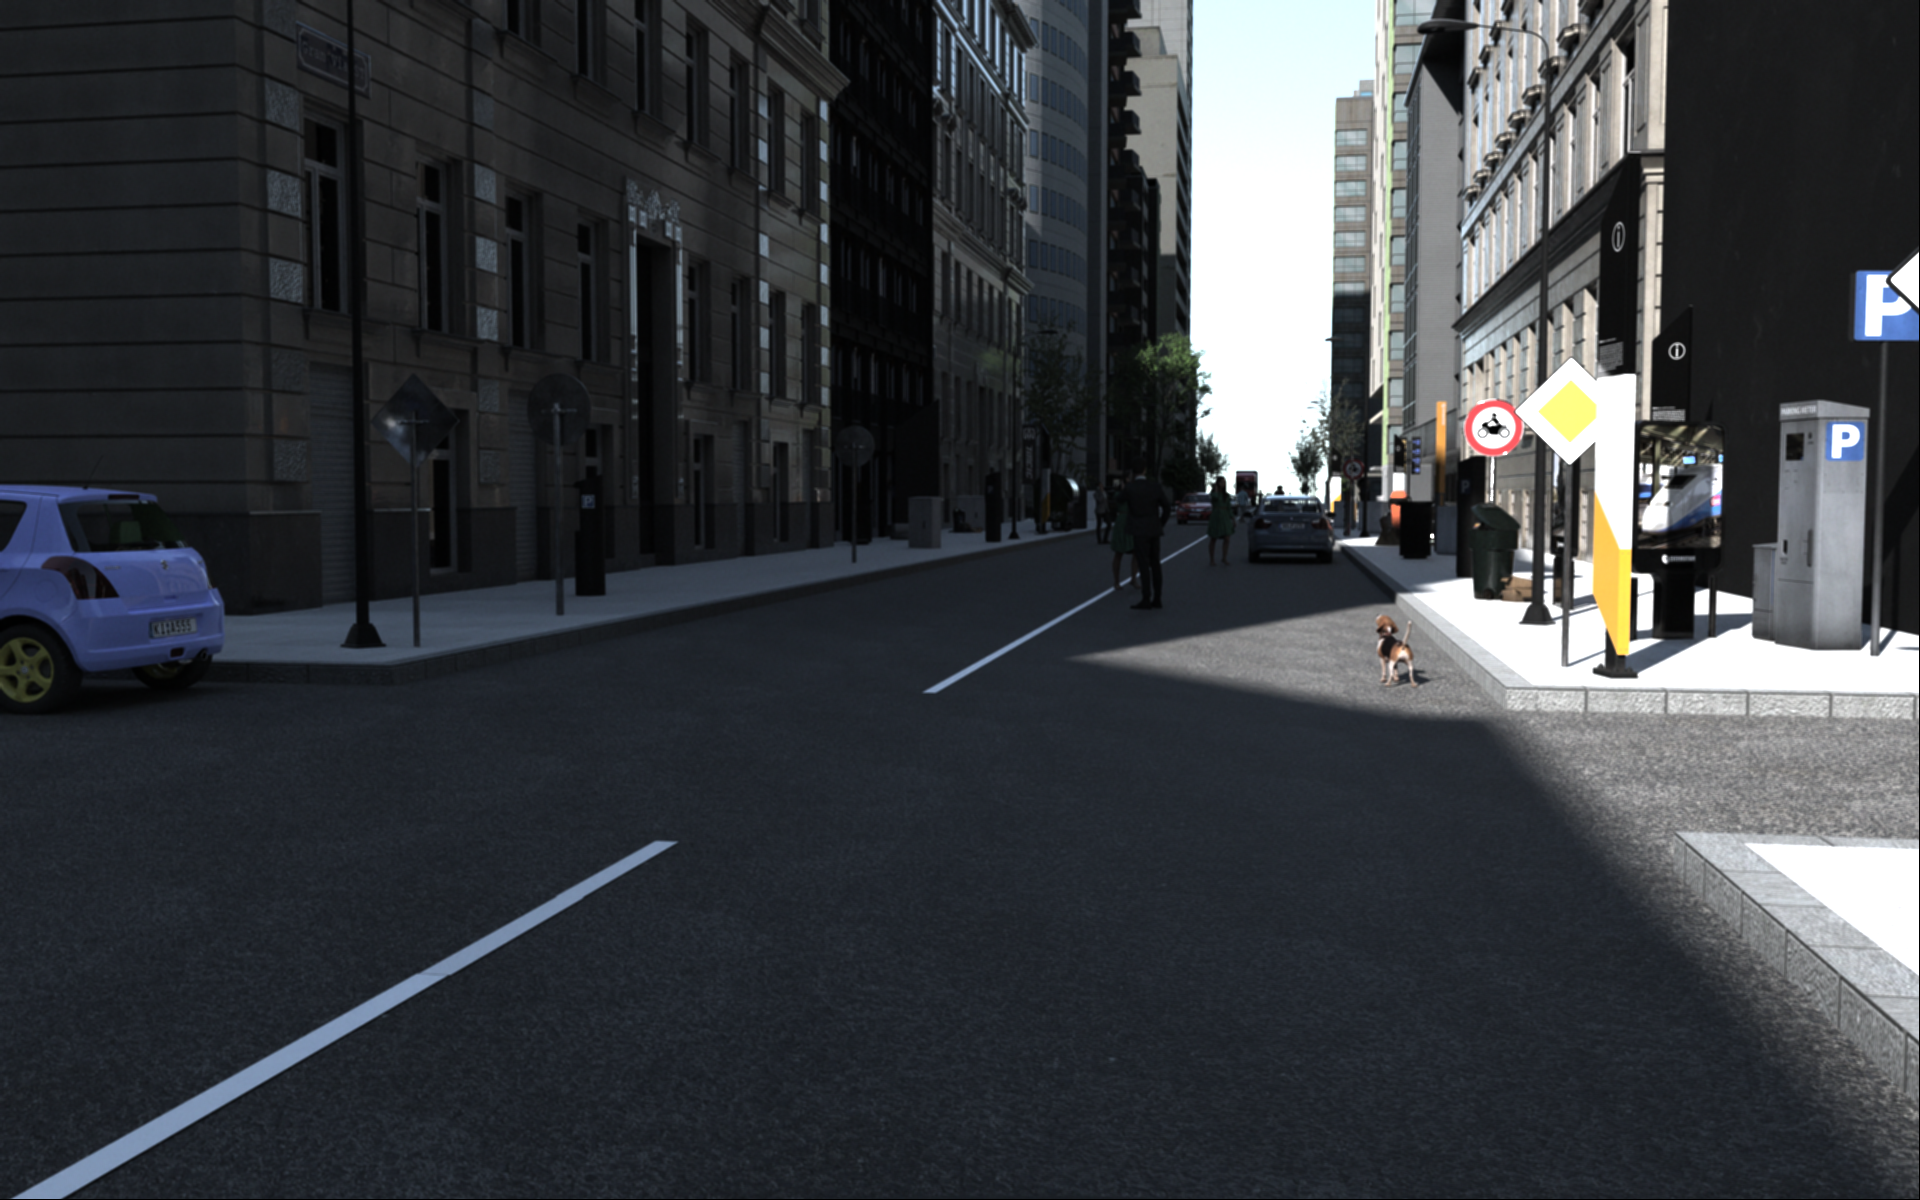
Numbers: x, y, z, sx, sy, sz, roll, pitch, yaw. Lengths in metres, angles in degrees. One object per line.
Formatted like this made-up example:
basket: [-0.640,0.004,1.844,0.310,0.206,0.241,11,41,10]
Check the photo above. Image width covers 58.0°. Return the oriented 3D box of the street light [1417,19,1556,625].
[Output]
street light: [5.171,-2.721,17.030,1.470,5.913,1.316,1,4,10]

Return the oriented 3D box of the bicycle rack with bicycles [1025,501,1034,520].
bicycle rack with bicycles: [3.752,-4.502,86.991,2.852,0.926,2.925,-1,4,-12]

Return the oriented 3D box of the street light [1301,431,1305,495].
street light: [19.039,-7.306,91.989,1.470,5.913,1.316,1,4,10]

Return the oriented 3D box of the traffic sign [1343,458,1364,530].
traffic sign: [14.089,-3.788,62.038,0.768,2.556,0.104,1,4,15]

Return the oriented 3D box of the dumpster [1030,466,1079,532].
dumpster: [3.237,-3.476,59.325,1.502,2.255,1.985,1,4,10]

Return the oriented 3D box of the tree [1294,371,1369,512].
tree: [22.194,-9.346,103.176,4.360,8.622,3.978,0,3,0]

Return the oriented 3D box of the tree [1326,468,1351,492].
tree: [23.718,-7.013,109.271,1.663,3.219,1.824,0,3,0]

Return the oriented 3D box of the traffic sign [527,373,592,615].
traffic sign: [-4.239,-1.111,18.279,0.768,2.556,0.104,1,4,18]

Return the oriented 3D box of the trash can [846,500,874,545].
trash can: [-2.540,-1.973,43.911,0.748,1.137,0.748,0,3,0]

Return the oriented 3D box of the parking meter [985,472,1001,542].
parking meter: [0.882,-2.483,46.311,0.399,1.863,0.255,3,5,40]

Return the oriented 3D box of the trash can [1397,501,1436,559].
trash can: [9.042,-1.390,34.372,0.748,1.137,0.748,0,3,0]

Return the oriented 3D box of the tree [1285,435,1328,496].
tree: [44.361,-16.757,224.342,4.737,8.622,4.395,0,3,0]

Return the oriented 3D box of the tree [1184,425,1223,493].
tree: [27.012,-14.668,190.176,4.360,8.622,3.978,0,3,0]

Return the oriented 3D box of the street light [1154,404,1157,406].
street light: [9.487,-7.161,89.629,1.470,5.913,1.316,1,4,10]

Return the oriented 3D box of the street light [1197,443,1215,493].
street light: [22.334,-11.370,158.443,1.470,5.913,1.316,1,4,10]

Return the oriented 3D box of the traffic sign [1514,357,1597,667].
traffic sign: [4.483,-0.559,12.783,0.795,2.450,0.064,1,4,10]

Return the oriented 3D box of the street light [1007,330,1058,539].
street light: [2.071,-4.685,49.134,1.470,5.913,1.316,1,4,10]

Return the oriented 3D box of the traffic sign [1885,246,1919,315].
traffic sign: [3.029,-0.079,4.931,0.795,2.450,0.064,1,4,10]

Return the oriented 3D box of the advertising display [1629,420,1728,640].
advertising display: [6.326,-0.617,15.306,0.974,1.923,0.123,-1,4,-18]

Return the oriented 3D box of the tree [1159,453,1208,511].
tree: [19.859,-10.207,150.605,4.285,4.588,4.351,0,3,0]

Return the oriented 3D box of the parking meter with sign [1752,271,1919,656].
parking meter with sign: [7.209,-1.112,14.443,0.543,3.016,1.738,0,4,-2]

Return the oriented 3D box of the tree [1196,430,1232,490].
tree: [29.312,-15.249,199.691,4.737,8.622,4.395,0,3,0]

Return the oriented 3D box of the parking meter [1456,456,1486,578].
parking meter: [7.841,-1.278,26.600,0.255,1.863,0.399,-2,4,-27]

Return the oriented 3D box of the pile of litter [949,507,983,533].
pile of litter: [0.200,-2.697,58.062,1.176,0.858,1.719,0,4,3]

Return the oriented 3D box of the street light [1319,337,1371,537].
street light: [11.493,-4.823,51.390,1.470,5.913,1.316,1,4,10]

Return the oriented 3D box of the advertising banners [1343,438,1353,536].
advertising banners: [12.052,-3.515,53.659,0.090,3.025,2.074,1,4,19]

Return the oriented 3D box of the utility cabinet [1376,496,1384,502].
utility cabinet: [16.729,-3.541,69.059,0.306,1.237,1.020,1,4,12]

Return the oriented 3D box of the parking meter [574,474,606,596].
parking meter: [-4.687,-0.827,21.927,0.372,1.533,0.369,0,3,0]

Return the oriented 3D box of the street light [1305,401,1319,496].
street light: [18.097,-6.961,86.355,1.470,5.913,1.316,1,4,10]

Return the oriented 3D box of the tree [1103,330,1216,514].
tree: [12.602,-11.242,109.570,9.928,11.665,9.643,0,3,0]

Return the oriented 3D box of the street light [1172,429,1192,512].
street light: [15.893,-9.270,124.105,1.470,5.913,1.316,1,4,10]

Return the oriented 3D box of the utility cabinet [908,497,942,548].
utility cabinet: [-0.849,-1.843,41.288,0.306,1.237,1.020,-2,4,-35]

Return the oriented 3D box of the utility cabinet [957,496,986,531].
utility cabinet: [0.409,-3.014,60.443,1.020,1.237,0.306,1,4,13]

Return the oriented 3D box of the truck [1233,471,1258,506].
truck: [34.511,-13.436,208.599,2.839,4.237,11.283,1,4,11]

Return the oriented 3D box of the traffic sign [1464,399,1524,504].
traffic sign: [7.174,-1.421,23.337,0.768,2.556,0.104,1,4,17]

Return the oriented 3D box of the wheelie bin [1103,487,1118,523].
wheelie bin: [6.821,-4.290,78.052,0.980,1.594,0.693,0,4,-5]

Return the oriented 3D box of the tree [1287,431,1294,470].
tree: [36.803,-14.286,183.934,4.360,8.622,3.978,0,3,0]

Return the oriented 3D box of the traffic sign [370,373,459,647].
traffic sign: [-4.554,-0.662,14.471,0.795,2.450,0.064,1,4,10]

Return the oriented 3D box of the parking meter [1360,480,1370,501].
parking meter: [16.873,-4.067,72.207,0.399,1.863,0.255,1,4,9]

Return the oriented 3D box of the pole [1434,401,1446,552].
pole: [10.613,-2.717,38.265,0.158,3.312,0.155,0,3,0]

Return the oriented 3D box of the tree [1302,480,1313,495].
tree: [43.265,-13.635,217.535,1.663,3.219,1.824,0,3,0]

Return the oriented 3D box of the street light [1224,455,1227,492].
street light: [31.325,-14.373,207.545,1.470,5.913,1.316,1,4,10]

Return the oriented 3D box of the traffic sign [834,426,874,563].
traffic sign: [-1.977,-1.967,32.272,0.768,2.556,0.104,1,4,11]

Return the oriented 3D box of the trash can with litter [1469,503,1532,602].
trash can with litter: [6.643,-0.584,20.936,0.624,1.170,1.055,-1,4,-22]

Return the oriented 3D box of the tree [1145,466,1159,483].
tree: [10.980,-6.706,104.243,1.663,3.219,1.824,0,3,0]

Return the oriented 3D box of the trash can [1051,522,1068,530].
trash can: [3.533,-3.035,61.270,0.748,1.137,0.748,0,3,0]

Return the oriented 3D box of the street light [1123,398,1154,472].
street light: [8.457,-6.797,83.669,1.470,5.913,1.316,1,4,10]

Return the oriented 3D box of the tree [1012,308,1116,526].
tree: [3.876,-7.219,68.399,4.737,8.622,4.395,0,3,0]

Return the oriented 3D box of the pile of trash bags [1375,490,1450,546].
pile of trash bags: [11.221,-2.034,43.013,1.912,1.369,3.447,2,4,25]

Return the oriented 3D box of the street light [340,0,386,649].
street light: [-4.486,-2.553,14.276,1.470,5.913,1.316,1,4,10]

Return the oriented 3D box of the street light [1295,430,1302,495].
street light: [25.340,-9.411,126.416,1.470,5.913,1.316,1,4,10]

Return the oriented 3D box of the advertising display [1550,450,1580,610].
advertising display: [6.822,-0.877,19.545,0.123,1.923,0.974,0,4,8]
